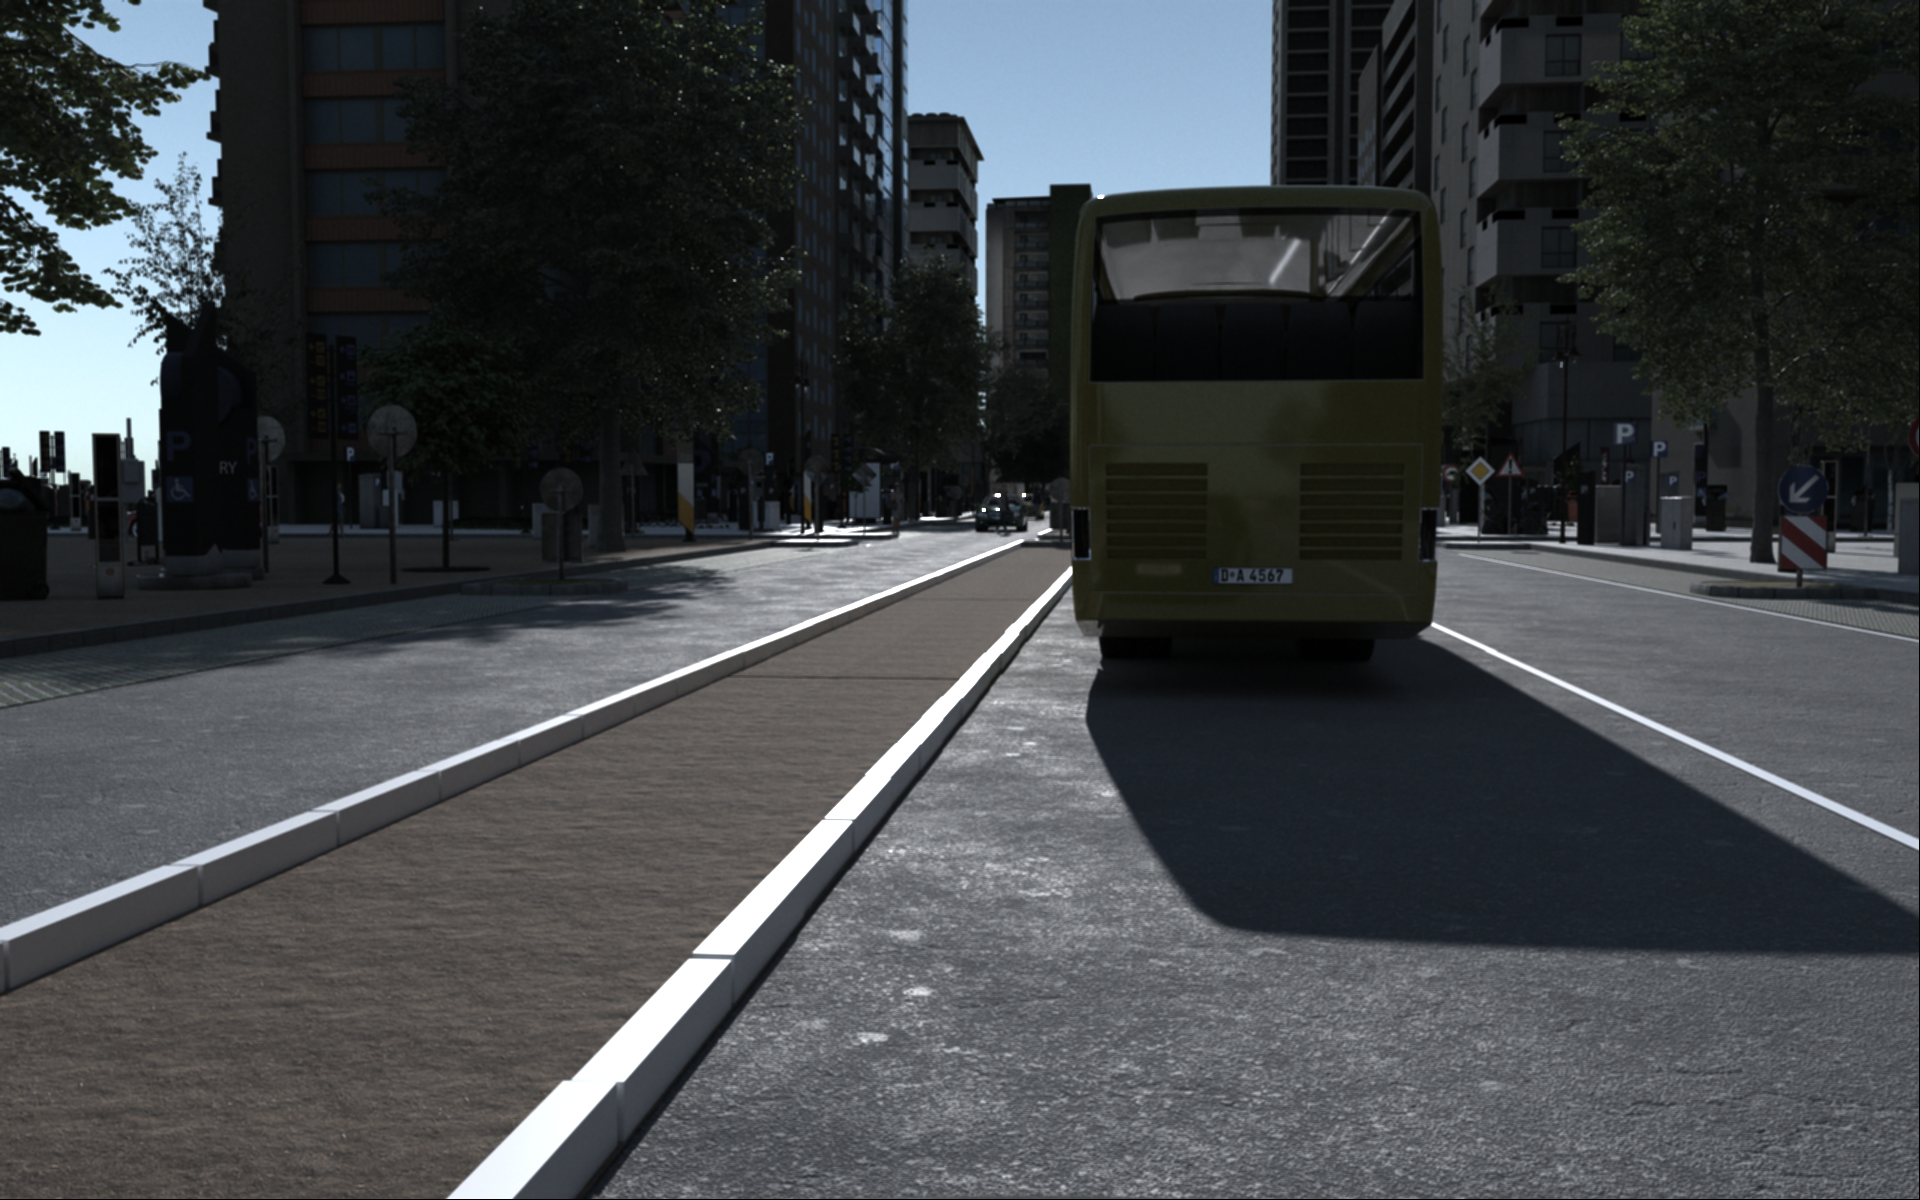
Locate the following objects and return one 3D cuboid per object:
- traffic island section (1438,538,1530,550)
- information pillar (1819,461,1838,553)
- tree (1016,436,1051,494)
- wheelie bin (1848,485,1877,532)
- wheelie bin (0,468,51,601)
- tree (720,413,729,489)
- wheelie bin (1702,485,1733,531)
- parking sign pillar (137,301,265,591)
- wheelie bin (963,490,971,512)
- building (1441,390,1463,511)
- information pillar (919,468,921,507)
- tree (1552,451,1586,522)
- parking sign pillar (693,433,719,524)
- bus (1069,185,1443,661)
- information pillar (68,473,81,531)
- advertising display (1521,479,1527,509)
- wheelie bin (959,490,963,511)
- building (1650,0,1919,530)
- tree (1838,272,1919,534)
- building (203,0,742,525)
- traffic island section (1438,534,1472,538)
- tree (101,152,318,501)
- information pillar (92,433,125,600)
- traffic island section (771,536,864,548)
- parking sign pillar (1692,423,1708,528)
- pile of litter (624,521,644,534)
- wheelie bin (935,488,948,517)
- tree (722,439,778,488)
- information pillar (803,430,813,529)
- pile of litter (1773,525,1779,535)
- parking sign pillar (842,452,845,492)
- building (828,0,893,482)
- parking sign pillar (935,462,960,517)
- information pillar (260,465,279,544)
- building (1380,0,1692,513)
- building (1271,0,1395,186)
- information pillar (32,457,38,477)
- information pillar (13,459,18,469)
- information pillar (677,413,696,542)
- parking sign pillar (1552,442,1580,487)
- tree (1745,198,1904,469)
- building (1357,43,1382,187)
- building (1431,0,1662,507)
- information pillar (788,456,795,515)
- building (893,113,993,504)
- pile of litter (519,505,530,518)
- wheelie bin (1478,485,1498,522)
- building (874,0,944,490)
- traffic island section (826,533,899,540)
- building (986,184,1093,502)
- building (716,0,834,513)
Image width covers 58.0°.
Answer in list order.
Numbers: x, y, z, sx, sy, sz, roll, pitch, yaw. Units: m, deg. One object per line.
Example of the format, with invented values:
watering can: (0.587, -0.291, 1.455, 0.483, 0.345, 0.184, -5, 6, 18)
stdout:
traffic island section: (13.721, -1.435, 45.742, 2.009, 0.180, 2.903, 0, 4, 6)
information pillar: (19.090, -2.055, 38.090, 0.304, 2.012, 0.304, 1, 4, 17)
tree: (7.254, -13.906, 177.726, 4.360, 8.622, 3.978, 0, 3, 0)
wheelie bin: (30.796, -3.129, 59.071, 0.980, 1.594, 0.693, -3, 4, -39)
wheelie bin: (-11.445, -0.801, 21.013, 0.693, 1.594, 0.980, -2, 4, -35)
tree: (-16.062, -9.650, 108.147, 4.737, 8.622, 4.395, 0, 3, 0)
wheelie bin: (26.082, -3.165, 59.663, 0.980, 1.594, 0.693, 2, 4, 26)
parking sign pillar: (-10.481, -2.150, 23.619, 1.447, 3.967, 1.447, -1, 4, -9)
wheelie bin: (0.319, -7.007, 122.479, 0.980, 1.594, 0.693, -1, 4, -11)
building: (43.517, -22.143, 133.743, 14.160, 30.474, 14.107, 0, 4, 6)
information pillar: (-2.420, -6.453, 96.862, 0.504, 3.616, 0.183, 2, 4, 35)
tree: (27.991, -5.136, 78.569, 1.663, 3.219, 1.824, 0, 3, 0)
parking sign pillar: (-11.255, -5.332, 75.652, 1.447, 3.967, 1.447, 2, 4, 31)
bus: (2.744, -1.608, 17.837, 2.896, 3.916, 12.252, 0, 4, 7)
information pillar: (-30.873, -3.420, 60.417, 0.304, 2.012, 0.304, -3, 4, -38)
advertising display: (24.120, -4.222, 74.241, 0.123, 1.923, 0.974, -1, 4, -22)
wheelie bin: (-0.471, -5.678, 100.750, 0.980, 1.594, 0.693, 0, 4, -3)
building: (40.533, -27.289, 69.871, 21.600, 48.544, 21.300, 0, 4, 6)
tree: (29.970, -6.421, 55.350, 4.737, 8.622, 4.395, 0, 3, 0)
building: (-23.278, -26.281, 84.316, 22.147, 44.769, 28.867, 0, 4, 6)
traffic island section: (14.558, -1.921, 53.684, 2.009, 0.180, 2.903, 0, 4, 6)
tree: (-16.646, -5.388, 38.450, 4.360, 8.622, 3.978, 0, 3, 0)
information pillar: (-10.410, -1.021, 21.178, 0.304, 2.012, 0.304, -2, 4, -25)
traffic island section: (-3.922, -1.549, 47.600, 2.009, 0.180, 2.903, 0, 4, 6)
parking sign pillar: (27.951, -4.701, 65.330, 1.447, 3.967, 1.447, 1, 4, 21)
pile of litter: (-10.935, -2.588, 56.281, 1.176, 0.858, 1.719, -2, 4, -30)
wheelie bin: (-1.029, -5.416, 96.458, 0.693, 1.594, 0.980, -1, 4, -11)
tree: (-12.601, -7.301, 103.081, 4.285, 4.588, 4.351, 0, 3, 0)
information pillar: (-5.570, -4.381, 62.985, 0.183, 3.616, 0.504, 2, 4, 28)
pile of litter: (26.305, -2.527, 55.276, 1.719, 0.858, 1.176, -3, 5, -40)
parking sign pillar: (-6.891, -7.456, 110.385, 1.447, 3.967, 1.447, -3, 4, -38)
building: (-18.677, -32.271, 147.237, 23.786, 49.044, 30.456, 0, 4, 6)
parking sign pillar: (-0.718, -6.751, 98.850, 1.447, 3.967, 1.447, 0, 4, 5)
information pillar: (-17.786, -2.455, 44.638, 0.304, 2.012, 0.304, 1, 4, 15)
building: (48.860, -32.255, 151.067, 21.300, 48.544, 21.600, 0, 4, 6)
building: (52.209, -48.425, 230.001, 20.611, 71.187, 20.563, 0, 4, 6)
information pillar: (-58.539, -7.237, 109.678, 0.183, 3.616, 0.504, 0, 4, 1)
information pillar: (-63.847, -7.688, 117.057, 0.183, 3.616, 0.504, 1, 4, 14)
information pillar: (-7.354, -3.373, 46.500, 0.183, 3.616, 0.504, 3, 5, 45)
parking sign pillar: (31.241, -6.169, 89.334, 1.447, 3.967, 1.447, 1, 4, 11)
tree: (21.288, -5.683, 43.271, 4.360, 8.622, 3.978, 0, 3, 0)
building: (46.612, -31.759, 169.366, 14.600, 45.320, 14.200, 0, 4, 6)
building: (45.264, -31.727, 107.974, 28.713, 52.752, 27.495, 0, 4, 6)
information pillar: (-10.437, -7.082, 107.139, 0.183, 3.616, 0.504, 3, 4, 38)
building: (-9.503, -39.814, 240.202, 27.495, 52.752, 28.713, 0, 4, 6)
pile of litter: (-17.172, -3.379, 69.208, 1.176, 0.858, 1.719, -1, 4, -11)
wheelie bin: (18.472, -3.224, 60.619, 0.693, 1.594, 0.980, 1, 4, 12)
building: (-17.960, -53.374, 185.338, 31.000, 86.520, 22.319, 0, 4, 6)
traffic island section: (-3.085, -2.034, 55.542, 2.009, 0.180, 2.903, 0, 4, 6)
building: (10.662, -33.502, 231.344, 14.086, 41.232, 14.154, 0, 4, 6)
building: (-16.906, -28.761, 120.359, 14.600, 45.320, 14.200, 0, 4, 6)
